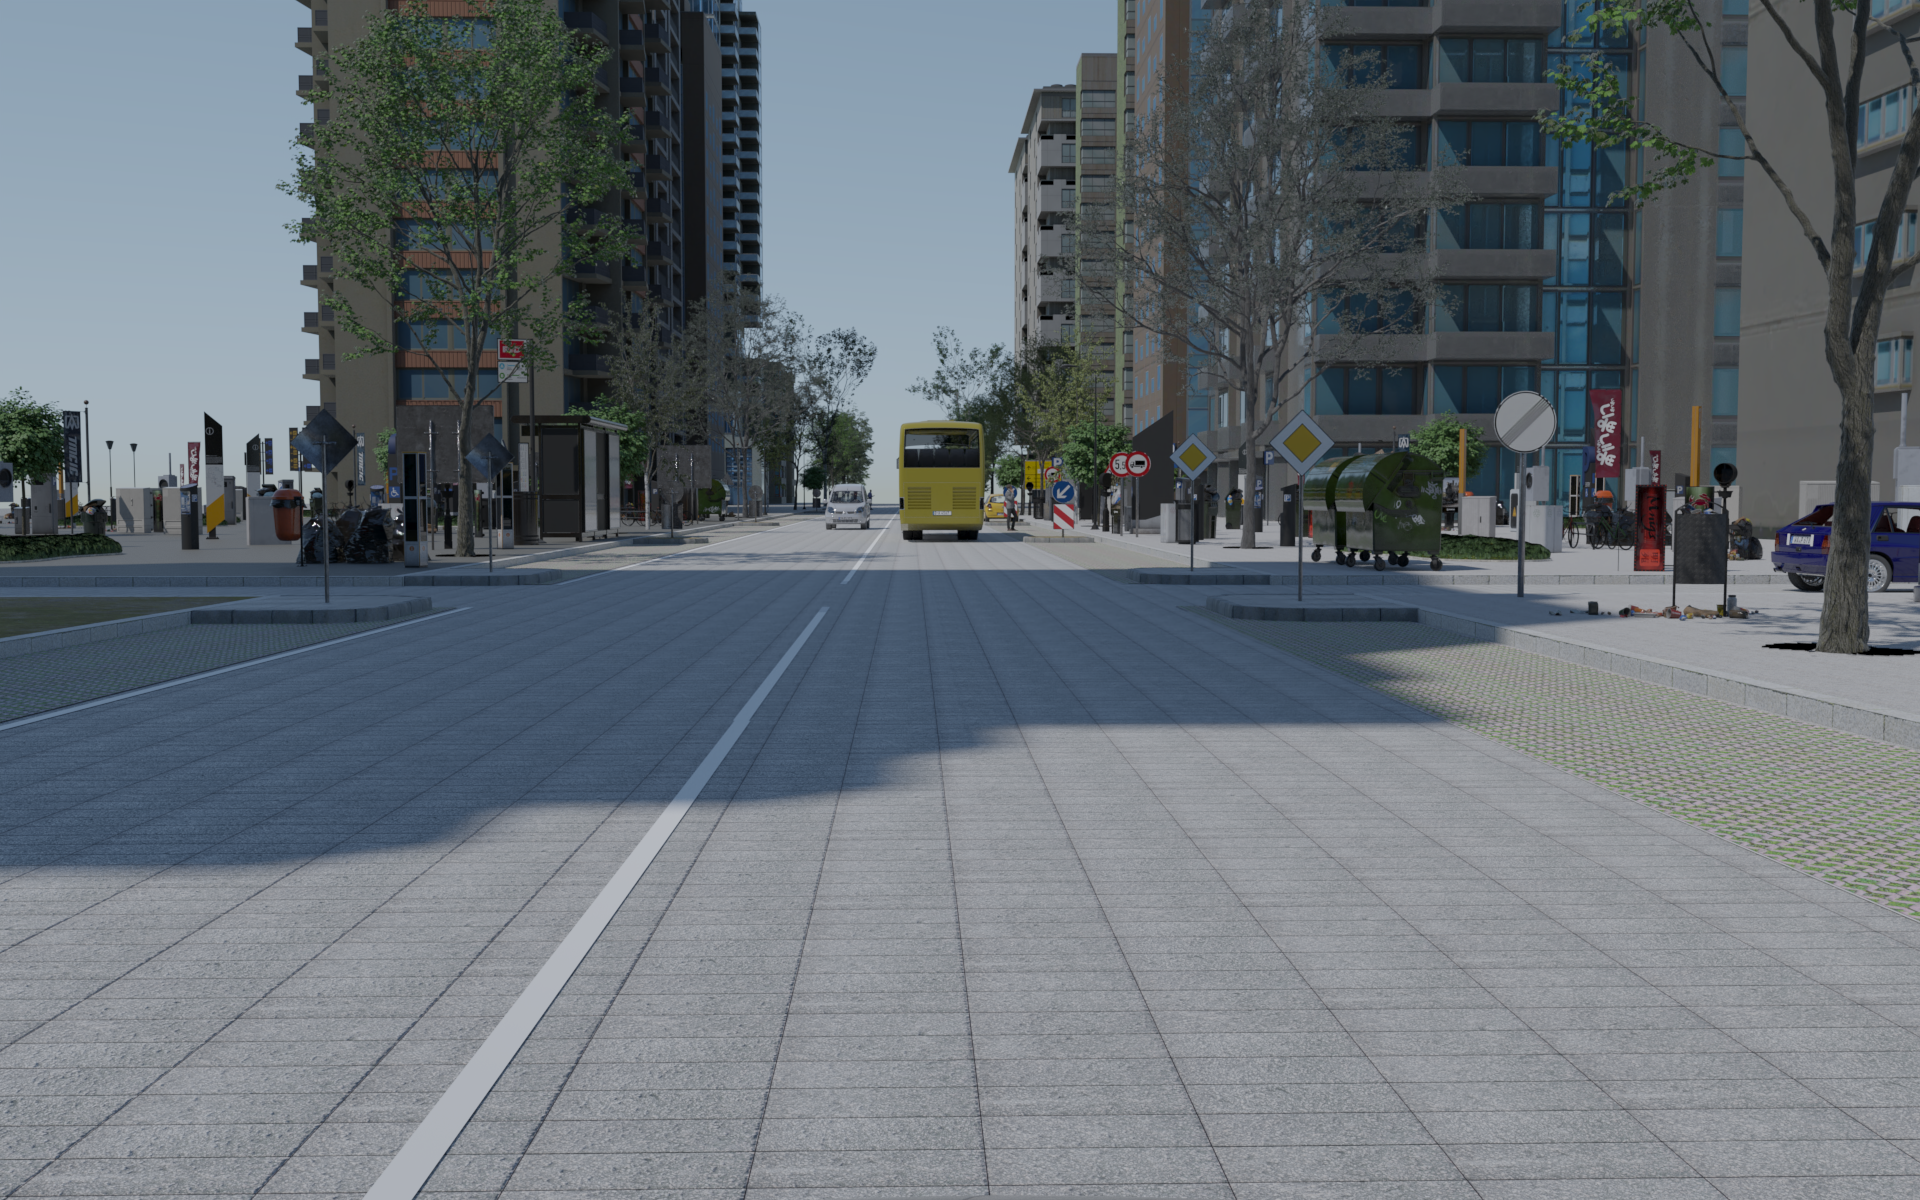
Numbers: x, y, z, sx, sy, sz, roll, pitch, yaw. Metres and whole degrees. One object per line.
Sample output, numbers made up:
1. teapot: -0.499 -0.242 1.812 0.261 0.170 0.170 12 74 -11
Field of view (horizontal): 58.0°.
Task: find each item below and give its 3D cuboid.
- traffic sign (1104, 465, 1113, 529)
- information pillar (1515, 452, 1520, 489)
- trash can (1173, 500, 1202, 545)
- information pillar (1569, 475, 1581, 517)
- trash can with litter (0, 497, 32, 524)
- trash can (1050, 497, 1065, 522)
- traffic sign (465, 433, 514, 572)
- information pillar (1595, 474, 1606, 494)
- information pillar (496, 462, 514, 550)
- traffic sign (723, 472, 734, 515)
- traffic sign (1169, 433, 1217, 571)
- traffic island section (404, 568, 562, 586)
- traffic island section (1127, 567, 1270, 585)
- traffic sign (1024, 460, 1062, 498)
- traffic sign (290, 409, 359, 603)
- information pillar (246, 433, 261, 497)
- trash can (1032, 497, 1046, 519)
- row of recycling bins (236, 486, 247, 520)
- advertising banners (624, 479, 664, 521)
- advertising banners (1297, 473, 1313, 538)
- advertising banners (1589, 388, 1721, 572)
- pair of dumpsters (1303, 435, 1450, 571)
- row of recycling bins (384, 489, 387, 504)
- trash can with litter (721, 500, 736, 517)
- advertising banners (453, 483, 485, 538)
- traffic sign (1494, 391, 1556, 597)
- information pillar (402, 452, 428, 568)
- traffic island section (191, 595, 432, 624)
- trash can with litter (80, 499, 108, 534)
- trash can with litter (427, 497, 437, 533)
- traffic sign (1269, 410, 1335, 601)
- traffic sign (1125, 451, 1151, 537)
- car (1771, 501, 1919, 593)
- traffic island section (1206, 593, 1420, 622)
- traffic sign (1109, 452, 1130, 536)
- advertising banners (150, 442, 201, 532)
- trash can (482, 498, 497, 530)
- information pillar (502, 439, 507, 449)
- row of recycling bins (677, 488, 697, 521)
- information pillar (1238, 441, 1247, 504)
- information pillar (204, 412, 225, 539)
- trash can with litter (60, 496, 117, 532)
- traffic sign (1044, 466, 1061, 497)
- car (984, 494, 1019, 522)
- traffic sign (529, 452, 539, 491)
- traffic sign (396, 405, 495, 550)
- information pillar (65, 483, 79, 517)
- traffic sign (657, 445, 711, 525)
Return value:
1. traffic sign: 5.575 -3.876 63.376 0.884 2.594 0.081 0 4 1
2. information pillar: 22.126 -4.712 68.398 0.504 3.616 0.183 -2 4 -27
3. trash can: 5.802 -1.992 44.218 0.748 1.137 0.748 0 3 0
4. information pillar: 23.862 -3.836 67.214 0.304 2.012 0.304 3 5 41
5. trash can with litter: -41.085 -3.940 75.485 2.233 1.210 1.678 -2 4 -34
6. trash can: 4.329 -3.954 76.293 0.748 1.137 0.748 0 3 0
7. traffic sign: -7.695 -1.512 28.369 0.795 2.450 0.064 0 4 -2
8. information pillar: 21.995 -3.365 59.517 0.304 2.012 0.304 2 4 28
9. information pillar: -10.562 -2.183 40.190 0.304 2.012 0.304 -3 5 -39
10. traffic sign: -13.720 -6.233 101.917 0.884 2.594 0.081 0 4 6
11. traffic sign: 3.845 -1.531 28.674 0.795 2.450 0.064 0 4 -2
12. traffic island section: -7.719 -0.376 28.430 2.009 0.180 2.903 0 4 -2
13. traffic island section: 3.868 -0.396 28.752 2.009 0.180 2.903 0 4 -2
14. traffic sign: 5.002 -6.753 104.283 2.265 3.308 0.079 0 4 1
15. traffic sign: -7.469 -1.024 20.387 0.795 2.450 0.064 0 4 -2
16. information pillar: -27.030 -4.585 66.317 0.504 3.616 0.183 -2 4 -28
17. trash can: 4.019 -4.664 87.906 0.748 1.137 0.748 0 3 0
18. row of recycling bins: -36.103 -4.817 85.874 1.069 1.692 3.534 0 4 -4
19. advertising banners: -14.913 -5.228 81.671 2.074 3.025 0.090 -1 4 -21
20. advertising banners: 10.269 -3.303 50.194 0.090 3.025 2.074 -1 4 -21
21. advertising banners: 11.442 -1.982 28.586 2.074 3.025 0.090 1 4 12
22. pair of dumpsters: 7.325 -1.726 30.710 1.574 2.255 4.437 0 4 -1
23. row of recycling bins: -31.776 -5.607 98.784 1.069 1.692 3.534 0 4 5
24. trash can with litter: -12.952 -5.167 95.871 1.055 1.170 0.624 -3 4 -36
25. advertising banners: -14.667 -3.383 51.494 0.090 3.025 2.074 -3 5 -42
26. traffic sign: 6.979 -1.308 21.484 0.768 2.556 0.104 0 4 1
27. information pillar: -9.491 -1.571 30.176 0.304 2.012 0.304 1 4 11
28. traffic island section: -7.492 0.112 20.448 2.009 0.180 2.903 0 4 -2
29. trash can with litter: -21.128 -1.863 41.853 1.055 1.170 0.624 2 4 23
30. trash can with litter: -17.449 -2.796 57.103 0.624 1.170 1.055 -2 4 -28
31. traffic sign: 4.071 -1.043 20.692 0.795 2.450 0.064 0 4 -2
32. traffic sign: 5.240 -3.123 51.173 0.768 2.556 0.104 0 4 -1
33. car: 13.963 -0.762 25.034 3.894 1.354 1.945 0 4 -3
34. traffic island section: 4.095 0.092 20.770 2.009 0.180 2.903 0 4 -2
35. traffic sign: 4.912 -3.210 52.589 0.768 2.556 0.104 0 4 7
36. advertising banners: -26.278 -3.784 58.054 2.074 3.025 0.090 1 4 17
37. trash can: -17.042 -3.122 62.702 0.748 1.137 0.748 0 3 0
38. information pillar: -19.395 -5.042 73.785 0.183 3.616 0.504 -2 4 -32
39. row of recycling bins: -13.370 -4.734 84.514 1.069 1.692 3.534 0 4 3
40. information pillar: 12.096 -5.046 73.863 0.183 3.616 0.504 -3 5 -43
41. information pillar: -21.125 -3.529 49.046 0.504 3.616 0.183 -1 4 -22
42. trash can with litter: -29.313 -2.960 59.453 1.678 1.210 2.233 0 4 6
43. traffic sign: 4.251 -4.860 79.573 0.768 2.556 0.104 0 4 4
44. car: 2.051 -4.796 88.639 2.015 1.641 3.980 0 4 -2
45. traffic sign: -12.901 -3.221 52.761 0.768 2.556 0.104 0 4 1
46. traffic sign: -11.768 -2.798 39.621 2.265 3.308 0.079 0 4 2
47. information pillar: -36.780 -4.910 71.638 0.504 3.616 0.183 -2 4 -27
48. traffic sign: -11.430 -4.765 71.781 2.265 3.308 0.079 0 4 3
